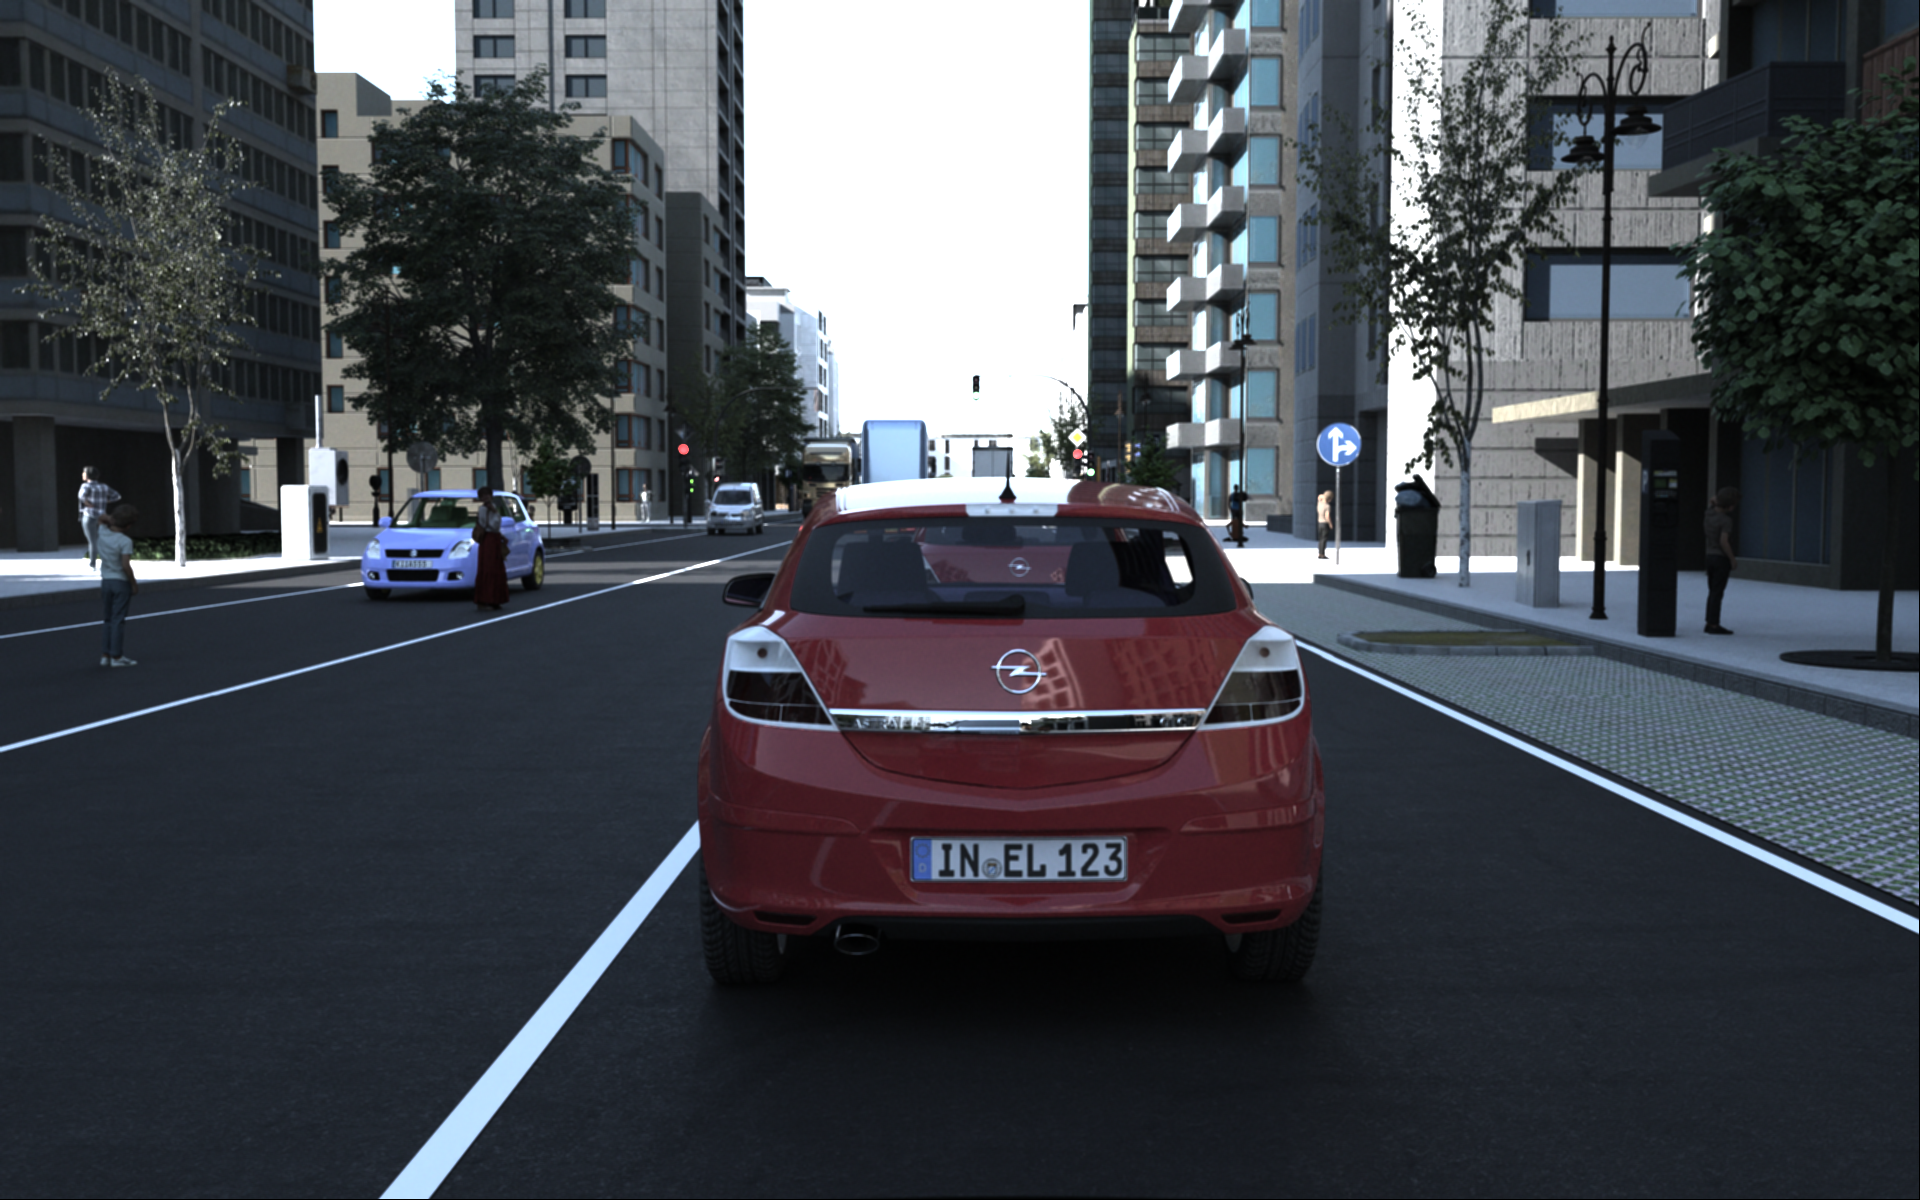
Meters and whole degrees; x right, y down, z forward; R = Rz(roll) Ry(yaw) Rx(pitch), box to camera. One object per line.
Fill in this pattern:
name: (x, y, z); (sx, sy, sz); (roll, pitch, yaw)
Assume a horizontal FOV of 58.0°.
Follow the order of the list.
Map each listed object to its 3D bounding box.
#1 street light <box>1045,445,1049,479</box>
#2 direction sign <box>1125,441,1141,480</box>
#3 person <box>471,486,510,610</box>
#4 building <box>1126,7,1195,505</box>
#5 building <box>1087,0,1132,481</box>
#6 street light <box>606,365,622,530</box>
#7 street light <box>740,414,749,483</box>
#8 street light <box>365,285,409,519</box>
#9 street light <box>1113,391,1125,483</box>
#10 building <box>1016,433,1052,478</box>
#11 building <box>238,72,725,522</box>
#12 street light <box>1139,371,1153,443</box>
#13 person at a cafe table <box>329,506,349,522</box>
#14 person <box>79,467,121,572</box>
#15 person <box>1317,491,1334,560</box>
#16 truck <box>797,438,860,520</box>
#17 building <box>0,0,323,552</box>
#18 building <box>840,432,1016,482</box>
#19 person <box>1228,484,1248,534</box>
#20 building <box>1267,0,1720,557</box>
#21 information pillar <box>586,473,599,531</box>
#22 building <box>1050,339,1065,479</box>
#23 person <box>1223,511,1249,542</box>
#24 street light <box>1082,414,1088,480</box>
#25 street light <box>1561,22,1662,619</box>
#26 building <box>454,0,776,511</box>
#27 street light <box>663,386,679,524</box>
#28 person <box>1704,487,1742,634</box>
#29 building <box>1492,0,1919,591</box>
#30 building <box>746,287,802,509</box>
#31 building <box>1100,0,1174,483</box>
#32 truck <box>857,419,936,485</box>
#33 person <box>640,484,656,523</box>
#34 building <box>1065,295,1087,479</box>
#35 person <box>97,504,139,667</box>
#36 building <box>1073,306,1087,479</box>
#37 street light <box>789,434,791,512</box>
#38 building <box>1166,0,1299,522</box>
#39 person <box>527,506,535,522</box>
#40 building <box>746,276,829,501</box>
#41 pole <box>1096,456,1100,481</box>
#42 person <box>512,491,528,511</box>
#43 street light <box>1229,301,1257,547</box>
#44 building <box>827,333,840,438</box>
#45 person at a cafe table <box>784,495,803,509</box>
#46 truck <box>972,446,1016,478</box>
street light: (7.516, -10.757, 148.671); (0.468, 5.910, 1.993); (0, 4, 0)
direction sign: (7.381, -5.015, 73.988); (0.379, 3.537, 0.876); (-3, 5, -45)
person: (-5.808, -0.639, 21.413); (0.387, 1.526, 0.523); (1, 4, 9)
building: (17.182, -20.498, 106.849); (14.160, 30.474, 14.107); (0, 4, 0)
building: (17.313, -27.986, 141.163); (14.154, 41.232, 14.086); (0, 4, 0)
street light: (-12.507, -5.477, 62.329); (0.468, 5.910, 1.993); (0, 4, 0)
street light: (-12.287, -7.693, 98.576); (0.468, 5.910, 1.993); (0, 4, 0)
street light: (-12.686, -4.019, 38.497); (0.468, 5.910, 1.993); (0, 4, 0)
street light: (7.057, -6.346, 76.547); (0.468, 5.910, 1.993); (0, 4, 0)
building: (21.348, -18.251, 240.550); (28.070, 9.664, 9.099); (0, 4, 0)
building: (-28.695, -15.224, 93.956); (27.650, 21.520, 28.899); (0, 4, 0)
street light: (6.983, -5.657, 65.282); (0.468, 5.910, 1.993); (0, 4, 0)
person at a cafe table: (-28.701, -4.299, 78.796); (1.698, 1.524, 1.622); (-1, 4, -17)
person: (-14.291, -1.337, 28.634); (0.376, 1.734, 0.841); (1, 4, 22)
person: (7.148, -1.468, 33.955); (0.340, 1.345, 0.435); (-3, 5, -40)
truck: (-6.549, -6.086, 88.421); (2.839, 4.237, 11.283); (0, 4, -1)
building: (-31.338, -21.679, 46.331); (23.993, 40.220, 32.217); (0, 4, 0)
building: (-6.726, -18.224, 240.101); (28.070, 9.664, 9.099); (0, 4, 0)
person: (8.991, -2.936, 55.910); (0.647, 1.594, 0.662); (1, 4, 14)
building: (20.211, -30.908, 47.350); (21.231, 58.520, 28.212); (0, 4, 0)
information pillar: (-12.920, -3.452, 60.928); (0.304, 2.012, 0.304); (2, 4, 35)
building: (19.371, -22.005, 216.199); (16.016, 20.091, 11.380); (0, 4, 0)
person: (7.531, -1.981, 46.716); (0.655, 0.850, 0.859); (-3, 5, -42)
street light: (7.201, -7.796, 100.246); (0.468, 5.910, 1.993); (0, 4, 0)
street light: (6.566, -2.743, 17.633); (0.468, 5.910, 1.993); (0, 4, 0)
building: (-24.777, -42.309, 130.004); (20.563, 71.187, 20.611); (0, 4, 0)
street light: (-12.443, -6.227, 74.605); (0.468, 5.910, 1.993); (0, 4, 0)
person: (6.978, -0.364, 15.898); (0.340, 1.345, 0.435); (-1, 4, -20)
building: (21.295, -22.294, 19.130); (22.147, 44.769, 28.867); (0, 4, 0)
building: (-22.268, -18.333, 156.161); (16.016, 20.091, 11.380); (0, 4, 0)
building: (21.131, -41.875, 122.905); (20.563, 71.187, 20.611); (0, 4, 0)
truck: (-2.327, -4.068, 56.273); (2.967, 4.110, 18.799); (0, 4, 0)
person: (-14.145, -4.361, 78.068); (0.841, 1.734, 0.376); (2, 4, 30)
building: (25.593, -21.417, 194.136); (27.936, 21.610, 32.646); (0, 4, 0)
person: (-7.029, -0.124, 14.438); (0.435, 1.345, 0.340); (1, 4, 8)
building: (19.336, -19.257, 171.273); (16.016, 20.091, 11.380); (0, 4, 0)
street light: (-12.026, -9.143, 122.273); (0.468, 5.910, 1.993); (0, 4, 0)
building: (25.763, -28.571, 86.743); (30.456, 49.044, 23.786); (0, 4, 0)
person: (-16.018, -3.072, 64.194); (0.347, 0.859, 0.695); (2, 4, 31)
building: (-28.783, -20.476, 178.749); (27.936, 21.610, 32.646); (0, 4, 0)
pole: (7.479, -6.107, 93.685); (0.158, 3.312, 0.155); (0, 3, 0)
person: (-18.634, -3.919, 73.353); (0.697, 1.427, 0.421); (1, 4, 10)
street light: (6.763, -4.208, 41.584); (0.468, 5.910, 1.993); (0, 4, 0)
building: (-22.084, -21.065, 200.830); (16.016, 20.091, 11.380); (0, 4, 0)
person at a cafe table: (-14.179, -8.504, 147.553); (1.622, 1.524, 1.698); (-1, 4, -15)
truck: (2.073, -7.245, 107.374); (2.839, 4.237, 11.283); (0, 4, 2)
